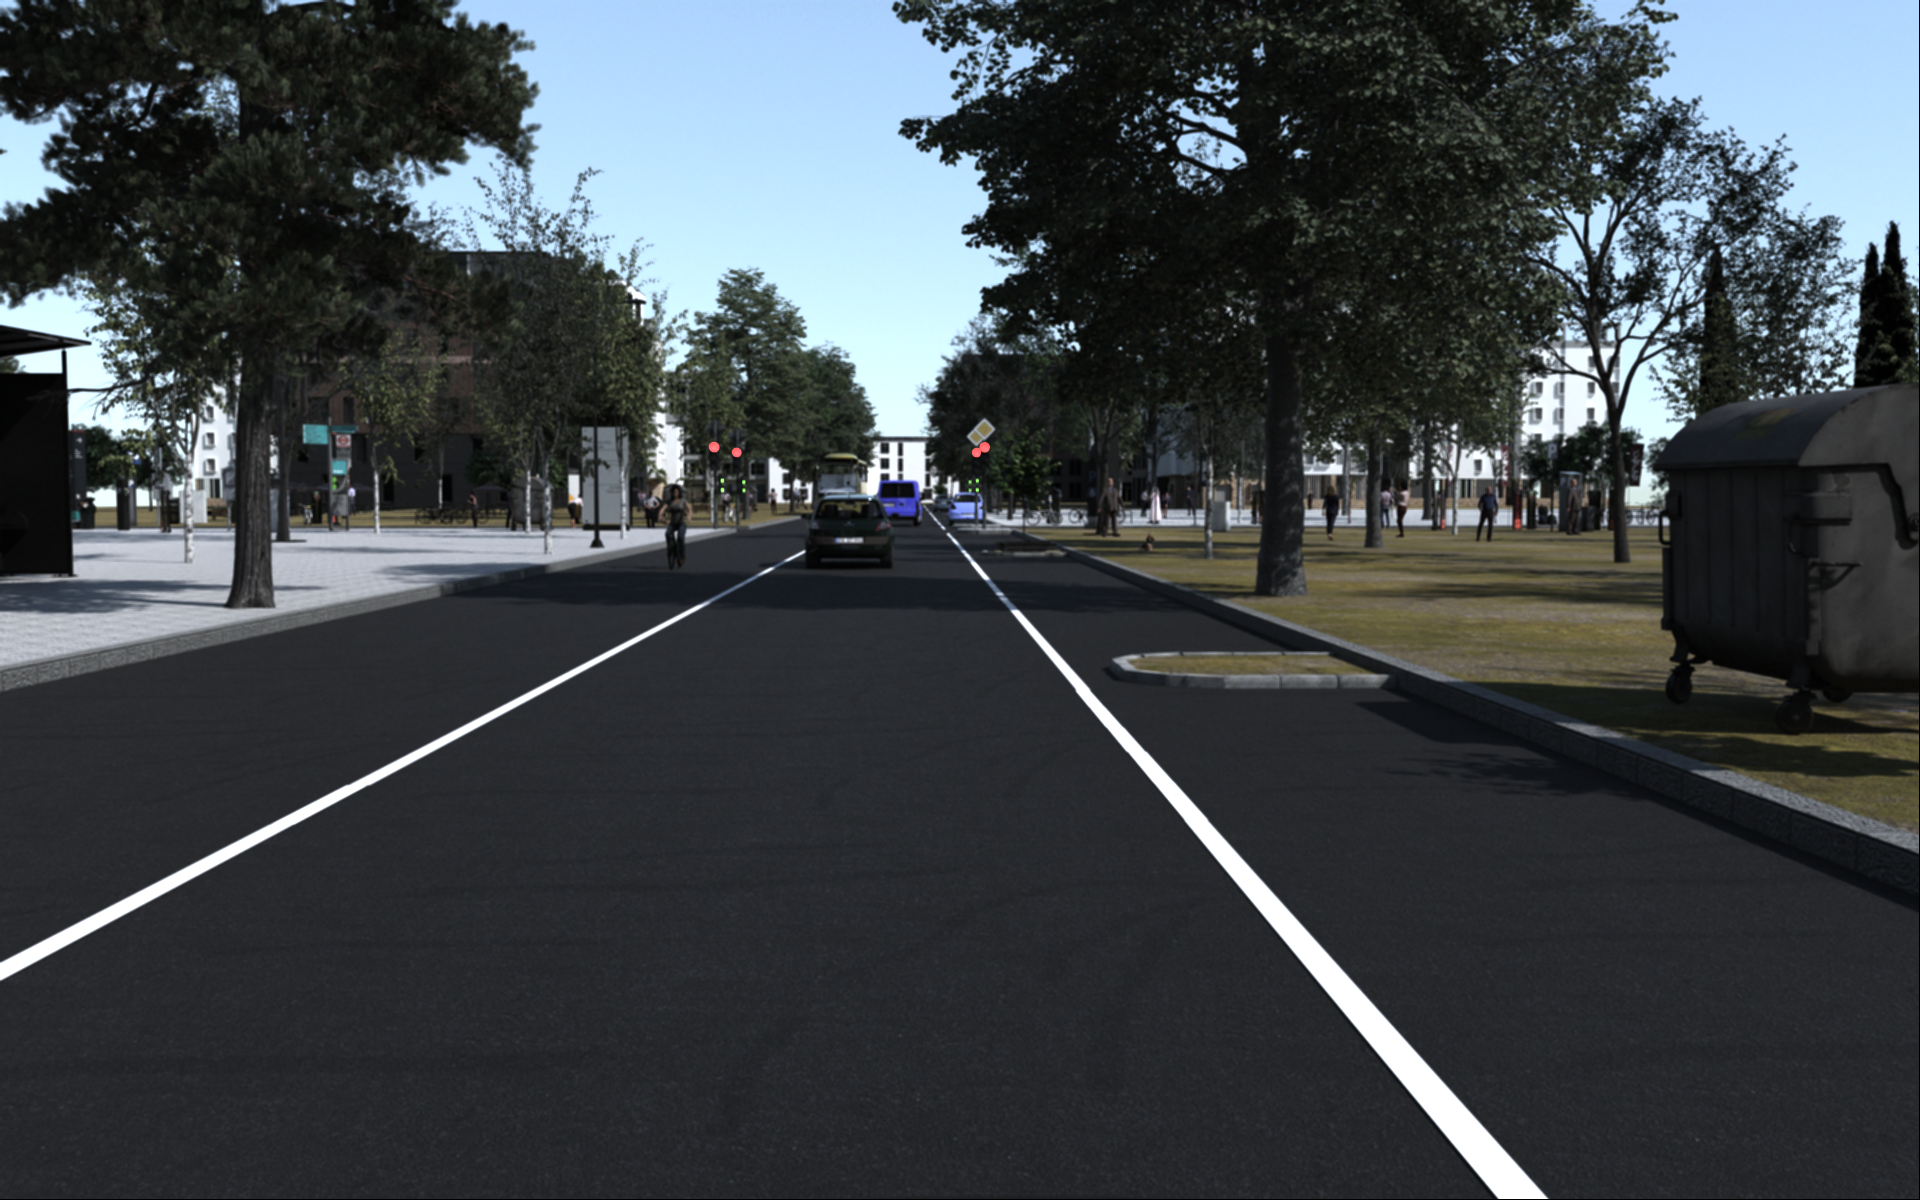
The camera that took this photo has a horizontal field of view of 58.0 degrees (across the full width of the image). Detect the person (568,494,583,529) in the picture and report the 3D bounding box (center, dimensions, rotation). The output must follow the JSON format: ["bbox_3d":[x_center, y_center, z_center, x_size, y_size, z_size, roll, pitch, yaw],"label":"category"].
[{"bbox_3d":[-14.545,-3.307,65.757,0.628,1.438,0.799,0,4,-2],"label":"person"}]

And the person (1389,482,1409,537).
[{"bbox_3d":[13.068,-2.695,51.574,0.517,1.644,0.566,0,4,-5],"label":"person"}]

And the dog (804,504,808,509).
[{"bbox_3d":[-12.859,-7.808,145.402,0.748,0.427,0.550,-3,5,-41],"label":"dog"}]

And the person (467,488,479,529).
[{"bbox_3d":[-18.442,-3.400,65.554,0.593,1.643,0.415,3,5,44],"label":"person"}]

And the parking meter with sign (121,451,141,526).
[{"bbox_3d":[-33.850,-4.545,70.572,0.543,3.016,1.738,-3,4,-39],"label":"parking meter with sign"}]

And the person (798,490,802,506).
[{"bbox_3d":[-17.920,-11.370,192.677,1.217,1.736,0.721,-1,4,-21],"label":"person"}]

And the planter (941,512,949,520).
[{"bbox_3d":[0.042,-4.582,96.058,1.991,0.319,1.994,0,4,-2],"label":"planter"}]

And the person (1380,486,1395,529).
[{"bbox_3d":[15.620,-3.403,63.640,0.963,1.587,0.435,-1,4,-16],"label":"person"}]

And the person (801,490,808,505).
[{"bbox_3d":[-18.393,-12.025,202.660,1.348,1.822,0.705,0,4,-5],"label":"person"}]

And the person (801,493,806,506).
[{"bbox_3d":[-16.397,-10.541,181.618,0.421,1.427,0.697,1,4,18],"label":"person"}]

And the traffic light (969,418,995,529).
[{"bbox_3d":[0.870,-4.530,63.313,0.839,4.213,0.868,0,4,-2],"label":"traffic light"}]

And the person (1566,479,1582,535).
[{"bbox_3d":[19.325,-2.925,54.418,0.990,1.755,0.434,-3,5,-43],"label":"person"}]

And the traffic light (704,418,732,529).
[{"bbox_3d":[-8.888,-4.513,63.038,0.839,4.213,0.868,0,4,-2],"label":"traffic light"}]

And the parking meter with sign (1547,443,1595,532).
[{"bbox_3d":[20.952,-3.858,59.336,1.738,3.016,0.543,-1,4,-23],"label":"parking meter with sign"}]

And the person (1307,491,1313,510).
[{"bbox_3d":[29.039,-8.276,143.627,0.388,1.546,0.482,-2,4,-27],"label":"person"}]

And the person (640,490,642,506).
[{"bbox_3d":[-28.360,-8.993,154.543,0.415,1.643,0.593,1,4,13],"label":"person"}]

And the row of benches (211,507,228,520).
[{"bbox_3d":[-36.194,-4.278,85.401,4.104,0.672,1.422,-1,4,-14],"label":"row of benches"}]

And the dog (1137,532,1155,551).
[{"bbox_3d":[4.203,-1.325,39.407,0.748,0.427,0.550,-2,4,-30],"label":"dog"}]

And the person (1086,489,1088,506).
[{"bbox_3d":[13.979,-11.200,189.255,0.705,1.812,1.348,0,4,2],"label":"person"}]

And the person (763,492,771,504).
[{"bbox_3d":[-25.185,-13.273,226.059,0.990,1.755,0.434,0,4,-7],"label":"person"}]

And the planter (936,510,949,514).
[{"bbox_3d":[-0.693,-6.254,123.390,1.991,0.319,1.994,0,4,-2],"label":"planter"}]

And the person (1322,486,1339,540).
[{"bbox_3d":[10.292,-2.411,48.000,0.480,1.512,0.613,0,4,-1],"label":"person"}]

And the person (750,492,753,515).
[{"bbox_3d":[-12.779,-5.856,105.022,0.421,1.427,0.697,1,4,8],"label":"person"}]

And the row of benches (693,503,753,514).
[{"bbox_3d":[-15.579,-6.044,114.281,4.104,0.672,1.422,1,4,10],"label":"row of benches"}]

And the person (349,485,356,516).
[{"bbox_3d":[-35.881,-5.865,101.805,0.599,1.838,0.709,1,4,19],"label":"person"}]

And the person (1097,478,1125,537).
[{"bbox_3d":[4.544,-2.773,51.936,0.990,1.755,0.434,-2,4,-25],"label":"person"}]

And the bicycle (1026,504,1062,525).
[{"bbox_3d":[3.424,-3.529,70.915,1.543,0.972,0.635,0,4,-1],"label":"bicycle"}]

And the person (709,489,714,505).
[{"bbox_3d":[-29.584,-12.322,207.137,0.705,1.869,1.348,1,4,21],"label":"person"}]

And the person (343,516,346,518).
[{"bbox_3d":[-32.477,-5.185,91.480,0.551,1.740,0.621,1,4,23],"label":"person"}]

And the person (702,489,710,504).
[{"bbox_3d":[-24.821,-9.990,169.892,1.217,1.766,0.721,1,4,23],"label":"person"}]

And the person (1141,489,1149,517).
[{"bbox_3d":[10.500,-5.531,98.685,0.590,1.554,0.614,-2,4,-25],"label":"person"}]

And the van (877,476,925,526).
[{"bbox_3d":[-2.750,-4.557,78.891,2.240,2.365,5.245,0,3,0],"label":"van"}]

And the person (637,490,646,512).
[{"bbox_3d":[-23.352,-7.324,127.752,0.435,1.587,0.963,3,5,40],"label":"person"}]

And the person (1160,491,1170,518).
[{"bbox_3d":[10.774,-4.991,90.875,0.421,1.427,0.697,-1,4,-12],"label":"person"}]

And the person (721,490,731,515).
[{"bbox_3d":[-14.506,-6.073,107.542,0.614,1.554,0.590,-1,4,-14],"label":"person"}]

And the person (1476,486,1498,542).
[{"bbox_3d":[14.170,-2.325,46.744,0.574,1.496,0.600,2,4,35],"label":"person"}]

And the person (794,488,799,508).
[{"bbox_3d":[-14.575,-9.094,154.591,0.709,1.838,0.599,2,4,27],"label":"person"}]

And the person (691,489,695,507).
[{"bbox_3d":[-26.548,-10.169,172.403,0.705,1.812,1.348,-1,4,-13],"label":"person"}]

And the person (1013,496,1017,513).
[{"bbox_3d":[3.565,-6.510,114.746,0.482,1.546,0.388,1,4,12],"label":"person"}]

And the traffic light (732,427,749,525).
[{"bbox_3d":[-9.100,-5.002,71.020,0.839,4.213,0.868,0,4,-2],"label":"traffic light"}]

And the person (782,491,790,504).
[{"bbox_3d":[-21.928,-12.982,219.081,1.217,1.735,0.721,0,4,5],"label":"person"}]

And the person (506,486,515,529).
[{"bbox_3d":[-16.913,-3.462,65.559,0.683,1.767,0.568,1,4,19],"label":"person"}]

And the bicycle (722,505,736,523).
[{"bbox_3d":[-10.241,-3.898,76.951,0.635,0.972,1.543,1,4,15],"label":"bicycle"}]

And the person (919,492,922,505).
[{"bbox_3d":[-5.134,-12.895,220.128,0.721,1.735,1.217,0,3,0],"label":"person"}]

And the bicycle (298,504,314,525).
[{"bbox_3d":[-26.892,-3.558,71.397,0.635,0.972,1.543,-2,4,-32],"label":"bicycle"}]

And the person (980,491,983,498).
[{"bbox_3d":[1.611,-8.067,138.752,0.431,1.722,0.655,3,4,36],"label":"person"}]

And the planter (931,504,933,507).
[{"bbox_3d":[-2.759,-10.977,200.615,1.991,0.319,1.994,0,4,-2],"label":"planter"}]

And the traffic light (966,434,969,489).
[{"bbox_3d":[0.657,-5.018,71.295,0.839,4.213,0.868,0,4,-2],"label":"traffic light"}]

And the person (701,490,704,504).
[{"bbox_3d":[-30.265,-12.024,203.324,0.721,1.739,1.217,0,4,1],"label":"person"}]

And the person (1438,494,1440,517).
[{"bbox_3d":[26.800,-5.369,97.058,0.697,1.427,0.421,-3,5,-42],"label":"person"}]

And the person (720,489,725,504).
[{"bbox_3d":[-17.908,-7.608,131.109,0.551,1.740,0.621,-1,4,-14],"label":"person"}]

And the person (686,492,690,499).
[{"bbox_3d":[-34.854,-13.074,219.941,1.348,1.807,0.705,2,4,24],"label":"person"}]

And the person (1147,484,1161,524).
[{"bbox_3d":[8.459,-4.204,75.452,0.621,1.740,0.551,1,4,11],"label":"person"}]

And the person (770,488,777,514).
[{"bbox_3d":[-11.952,-6.318,110.801,0.517,1.644,0.566,2,4,23],"label":"person"}]

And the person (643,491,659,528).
[{"bbox_3d":[-11.870,-3.419,66.607,0.614,1.554,0.590,0,4,-4],"label":"person"}]

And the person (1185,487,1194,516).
[{"bbox_3d":[13.552,-5.852,102.175,0.683,1.767,0.568,2,4,30],"label":"person"}]
